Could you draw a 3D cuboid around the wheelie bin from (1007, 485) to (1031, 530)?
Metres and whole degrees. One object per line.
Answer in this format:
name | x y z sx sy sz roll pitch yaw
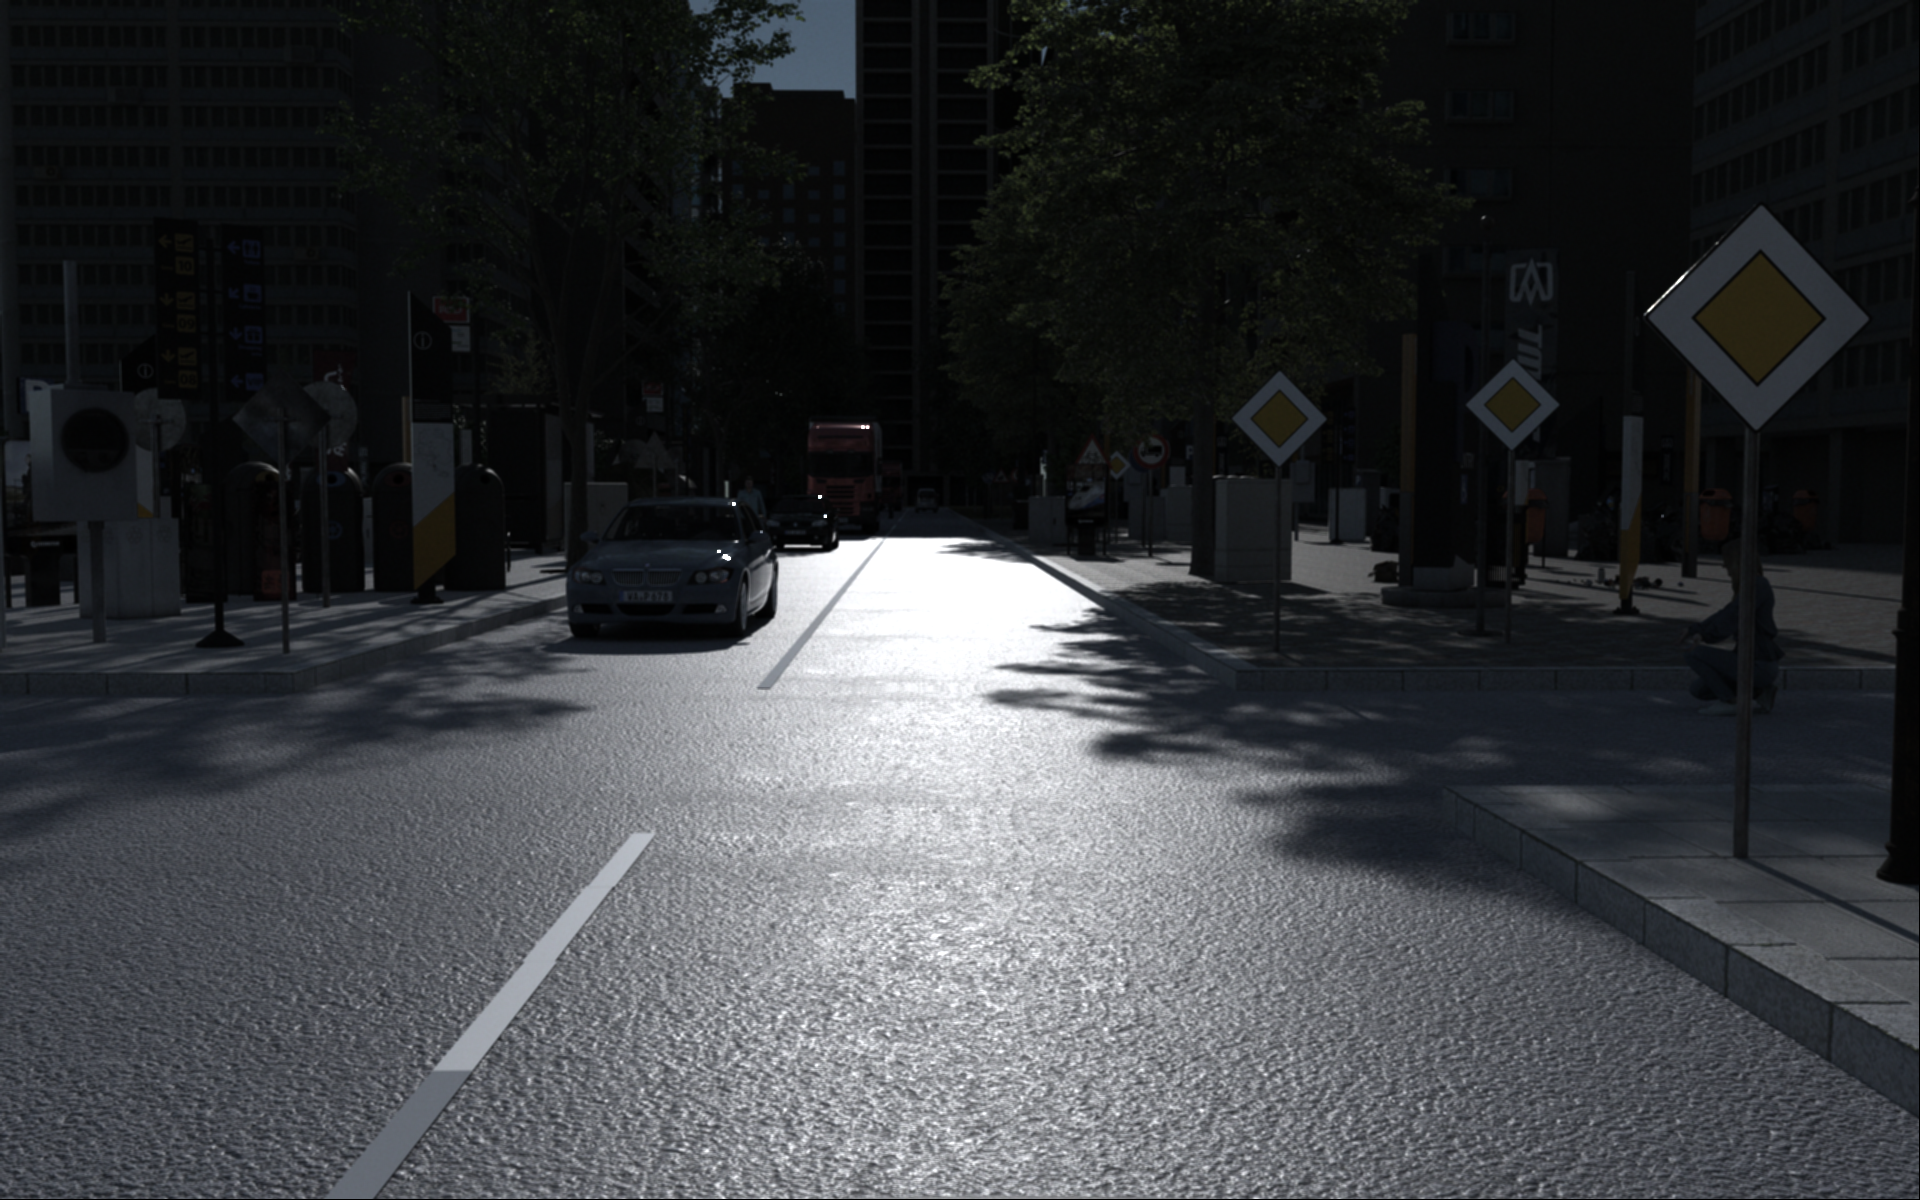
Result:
wheelie bin | 2.182 -3.354 62.740 0.980 1.594 0.693 -1 4 -9

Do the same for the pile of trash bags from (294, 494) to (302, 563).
pile of trash bags | -13.173 -1.360 31.991 1.912 1.369 3.447 1 4 13

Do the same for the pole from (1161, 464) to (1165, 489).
pole | 8.009 -4.556 68.326 0.158 3.312 0.155 0 3 0

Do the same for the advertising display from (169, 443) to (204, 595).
advertising display | -9.942 -1.046 22.322 0.123 1.923 0.974 0 4 -7

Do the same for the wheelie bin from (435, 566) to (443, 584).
wheelie bin | -7.632 -1.031 24.765 0.980 1.594 0.693 -1 4 -17

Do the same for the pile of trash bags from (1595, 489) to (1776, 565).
pile of trash bags | 13.231 -1.399 32.634 1.912 1.369 3.447 -1 4 -18

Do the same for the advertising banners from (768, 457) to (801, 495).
advertising banners | -8.433 -5.324 83.230 0.090 3.025 2.074 3 5 43

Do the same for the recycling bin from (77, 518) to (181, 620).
recycling bin | -8.678 -0.339 18.091 0.722 1.027 0.722 2 4 29

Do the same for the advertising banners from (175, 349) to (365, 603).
advertising banners | -8.245 -1.498 20.679 2.074 3.025 0.090 -2 4 -29

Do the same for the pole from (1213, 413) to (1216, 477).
pole | 6.346 -3.054 43.769 0.158 3.312 0.155 0 3 0

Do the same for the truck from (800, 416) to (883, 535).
truck | -4.235 -4.622 64.477 2.839 4.237 11.283 0 4 -1

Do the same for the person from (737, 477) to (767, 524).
person | -4.684 -1.852 38.798 0.660 1.820 0.620 -1 4 -19

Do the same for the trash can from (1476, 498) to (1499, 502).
trash can | 17.783 -2.864 58.472 0.748 1.137 0.748 0 3 0

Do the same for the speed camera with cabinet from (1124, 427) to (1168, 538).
speed camera with cabinet | 5.859 -3.465 50.995 2.038 3.252 0.660 1 4 9

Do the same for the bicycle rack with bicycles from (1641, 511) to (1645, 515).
bicycle rack with bicycles | 20.118 -2.454 53.497 2.925 0.926 2.852 2 4 28

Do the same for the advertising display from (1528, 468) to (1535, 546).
advertising display | 14.511 -2.313 43.038 0.974 1.923 0.123 -1 4 -15

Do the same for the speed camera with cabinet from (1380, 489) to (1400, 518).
speed camera with cabinet | 14.203 -3.733 55.365 2.038 3.252 0.660 -2 4 -28

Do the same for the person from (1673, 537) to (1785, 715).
person | 4.942 0.168 11.254 0.738 1.151 1.012 2 4 32

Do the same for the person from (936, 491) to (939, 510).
person | -2.051 -8.624 150.203 0.721 1.736 1.217 0 4 -6

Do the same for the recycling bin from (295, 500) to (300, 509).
recycling bin | -27.315 -3.662 72.424 0.722 1.027 0.722 0 4 2

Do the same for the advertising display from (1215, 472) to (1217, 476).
advertising display | 7.190 -2.733 49.896 0.123 1.923 0.974 2 4 27

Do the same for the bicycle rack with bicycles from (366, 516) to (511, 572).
bicycle rack with bicycles | -8.589 -0.950 28.921 2.852 0.926 2.925 -1 4 -13

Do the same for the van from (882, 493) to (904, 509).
van | -6.434 -9.773 164.170 2.240 2.365 5.245 0 4 -1

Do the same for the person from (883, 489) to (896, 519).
person | -4.125 -5.648 101.566 0.721 1.743 1.217 -3 4 -38

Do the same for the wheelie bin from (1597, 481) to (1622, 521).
wheelie bin | 16.050 -2.119 42.558 0.693 1.594 0.980 1 4 8

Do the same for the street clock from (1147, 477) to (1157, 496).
street clock | 8.027 -4.178 72.872 0.471 2.002 0.358 -1 4 -13

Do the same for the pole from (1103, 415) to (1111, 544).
pole | 3.793 -3.109 44.667 0.158 3.312 0.155 0 3 0

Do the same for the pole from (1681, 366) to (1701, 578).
pole | 11.243 -2.004 26.608 0.158 3.312 0.155 0 3 0

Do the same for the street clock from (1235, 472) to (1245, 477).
street clock | 9.193 -3.203 56.946 0.358 2.002 0.471 -1 4 -8

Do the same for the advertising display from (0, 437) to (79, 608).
advertising display | -10.539 -0.895 19.852 0.123 1.923 0.974 2 4 27

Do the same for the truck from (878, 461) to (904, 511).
truck | -6.184 -9.729 147.984 2.839 4.237 11.283 0 4 -2

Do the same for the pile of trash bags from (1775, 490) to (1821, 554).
pile of trash bags | 17.416 -1.694 37.453 3.447 1.369 1.912 -2 4 -32

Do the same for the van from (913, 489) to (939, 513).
van | -2.593 -7.660 132.252 2.013 2.044 4.112 0 4 -2

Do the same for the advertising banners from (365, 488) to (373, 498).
advertising banners | -16.729 -3.188 48.318 2.074 3.025 0.090 0 4 2

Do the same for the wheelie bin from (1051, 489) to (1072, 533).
wheelie bin | 3.347 -2.986 56.732 0.693 1.594 0.980 -3 5 -44

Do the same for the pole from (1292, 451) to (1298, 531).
pole | 11.541 -4.028 59.701 0.158 3.312 0.155 0 3 0

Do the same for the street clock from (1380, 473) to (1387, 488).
street clock | 14.805 -3.425 60.563 0.358 2.002 0.471 1 4 16

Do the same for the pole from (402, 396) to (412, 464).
pole | -11.543 -2.593 36.246 0.158 3.312 0.155 0 3 0

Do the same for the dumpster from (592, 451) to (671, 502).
dumpster | -7.312 -2.207 38.571 1.502 2.255 1.985 0 4 -1

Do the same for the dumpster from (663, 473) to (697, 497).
dumpster | -7.932 -2.549 47.431 1.264 1.857 1.865 0 4 -1

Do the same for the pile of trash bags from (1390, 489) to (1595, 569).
pile of trash bags | 9.494 -1.308 31.137 1.912 1.369 3.447 -1 4 -14

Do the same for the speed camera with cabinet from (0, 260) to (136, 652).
speed camera with cabinet | -7.892 -1.213 14.165 0.660 3.252 2.038 3 5 44

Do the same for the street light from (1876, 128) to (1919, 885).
street light | 3.153 -2.006 5.589 0.468 5.910 1.993 0 4 -1

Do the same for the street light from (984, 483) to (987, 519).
street light | 1.292 -7.056 88.147 0.468 5.910 1.993 0 4 -1

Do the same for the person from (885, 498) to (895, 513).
person | -5.303 -7.339 131.721 0.991 1.433 0.599 0 4 5

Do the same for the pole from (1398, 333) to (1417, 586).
pole | 5.736 -1.731 22.138 0.158 3.312 0.155 0 3 0

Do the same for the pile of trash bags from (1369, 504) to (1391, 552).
pile of trash bags | 10.964 -1.757 38.475 3.447 1.369 1.912 0 4 -6

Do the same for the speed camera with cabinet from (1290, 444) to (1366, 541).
speed camera with cabinet | 10.093 -3.253 47.523 2.038 3.252 0.660 1 4 10

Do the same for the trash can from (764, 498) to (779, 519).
trash can | -7.141 -3.330 66.102 0.748 1.137 0.748 0 3 0

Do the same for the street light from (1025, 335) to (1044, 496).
street light | 2.175 -4.759 50.591 0.468 5.910 1.993 0 4 -1

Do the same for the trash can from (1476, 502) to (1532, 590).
trash can | 7.323 -0.718 23.393 0.748 1.137 0.748 0 3 0

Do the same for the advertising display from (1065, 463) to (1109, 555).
advertising display | 2.663 -1.907 36.390 0.974 1.923 0.123 2 4 32
